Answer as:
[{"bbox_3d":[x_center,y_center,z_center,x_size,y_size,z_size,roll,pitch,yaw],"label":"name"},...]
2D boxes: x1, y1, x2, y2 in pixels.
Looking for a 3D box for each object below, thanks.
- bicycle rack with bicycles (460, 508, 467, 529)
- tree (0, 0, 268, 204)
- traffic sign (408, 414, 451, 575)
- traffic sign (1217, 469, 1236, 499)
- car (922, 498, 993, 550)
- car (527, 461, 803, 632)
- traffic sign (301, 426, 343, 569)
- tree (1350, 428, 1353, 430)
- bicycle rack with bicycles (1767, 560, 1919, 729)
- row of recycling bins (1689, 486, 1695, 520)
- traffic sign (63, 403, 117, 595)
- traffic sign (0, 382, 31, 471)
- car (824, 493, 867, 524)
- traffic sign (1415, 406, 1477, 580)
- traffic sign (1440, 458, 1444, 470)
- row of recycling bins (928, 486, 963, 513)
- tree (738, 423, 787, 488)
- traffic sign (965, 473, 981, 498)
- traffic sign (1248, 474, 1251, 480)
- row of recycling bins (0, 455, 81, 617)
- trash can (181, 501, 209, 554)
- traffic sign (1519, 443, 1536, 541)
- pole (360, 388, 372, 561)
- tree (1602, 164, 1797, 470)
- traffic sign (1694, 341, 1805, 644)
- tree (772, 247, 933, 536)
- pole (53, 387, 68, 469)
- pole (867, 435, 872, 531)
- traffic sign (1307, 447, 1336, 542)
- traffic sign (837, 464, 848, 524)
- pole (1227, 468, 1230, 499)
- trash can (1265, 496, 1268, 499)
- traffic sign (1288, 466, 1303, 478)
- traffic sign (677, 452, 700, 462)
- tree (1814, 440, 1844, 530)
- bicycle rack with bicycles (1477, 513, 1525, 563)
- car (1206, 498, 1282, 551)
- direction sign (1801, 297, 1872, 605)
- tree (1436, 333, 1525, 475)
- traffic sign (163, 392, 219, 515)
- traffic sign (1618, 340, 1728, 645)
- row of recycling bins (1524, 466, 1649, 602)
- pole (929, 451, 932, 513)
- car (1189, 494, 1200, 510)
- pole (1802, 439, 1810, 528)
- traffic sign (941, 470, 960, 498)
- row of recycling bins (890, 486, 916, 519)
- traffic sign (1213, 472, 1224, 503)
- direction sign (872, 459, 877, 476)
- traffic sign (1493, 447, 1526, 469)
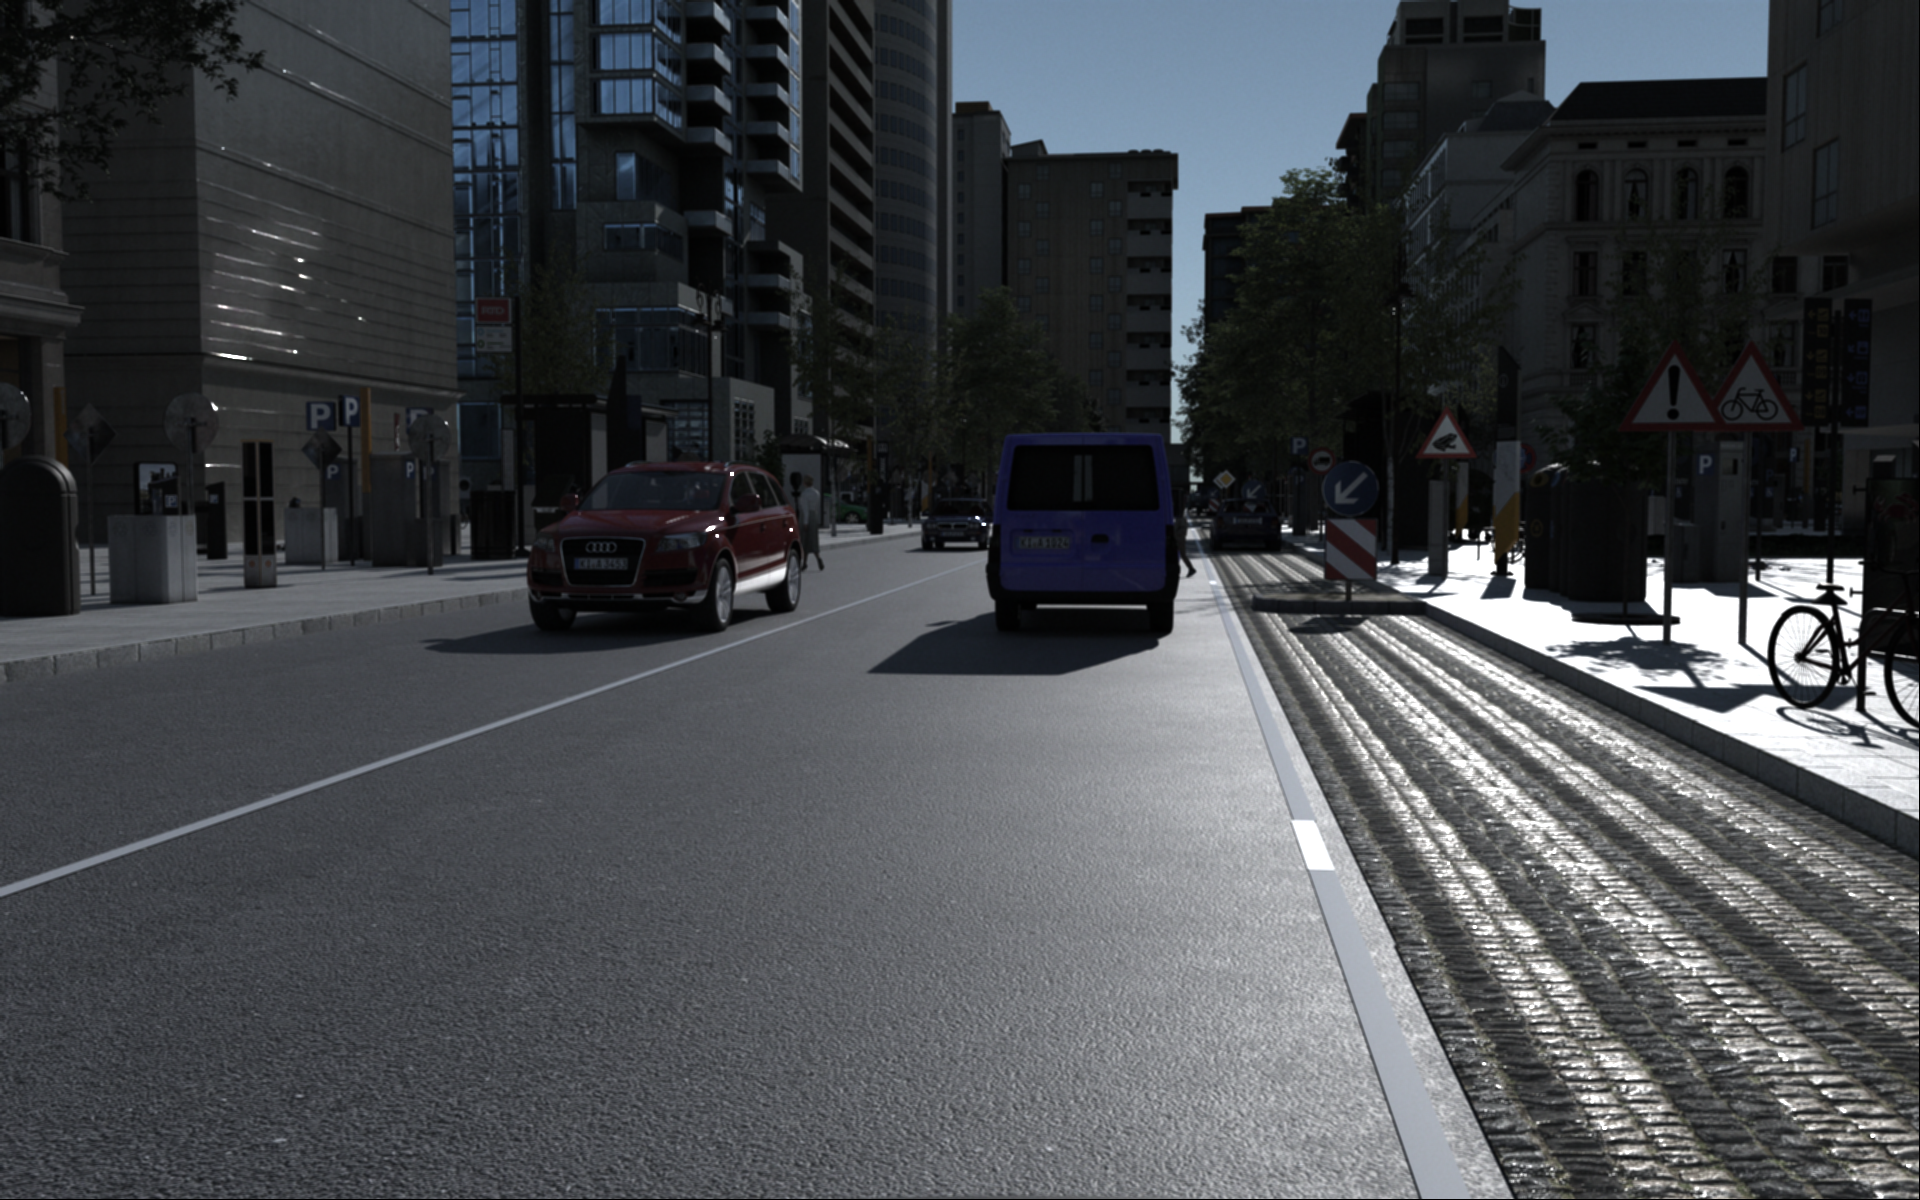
[{"bbox_3d":[-19.851,-3.089,63.888,2.852,0.926,2.925,-3,5,-40],"label":"bicycle rack with bicycles"},{"bbox_3d":[-8.567,-4.744,11.982,8.767,10.594,7.601,-1,4,-16],"label":"tree"},{"bbox_3d":[-8.435,-1.676,27.514,0.768,2.556,0.104,1,4,16],"label":"traffic sign"},{"bbox_3d":[10.850,-4.098,70.644,0.795,2.450,0.064,0,4,7],"label":"traffic sign"},{"bbox_3d":[0.022,-2.020,45.601,1.945,1.354,3.894,0,4,6],"label":"car"},{"bbox_3d":[-3.218,-0.680,19.789,2.281,1.827,5.304,0,4,8],"label":"car"},{"bbox_3d":[-10.838,-1.727,29.420,0.795,2.450,0.064,1,4,14],"label":"traffic sign"},{"bbox_3d":[30.917,-10.774,126.515,4.360,8.622,3.978,0,3,0],"label":"tree"},{"bbox_3d":[6.190,0.251,9.277,2.852,0.926,2.925,0,4,-5],"label":"bicycle rack with bicycles"},{"bbox_3d":[35.681,-4.775,85.176,1.069,1.692,3.534,2,4,31],"label":"row of recycling bins"},{"bbox_3d":[-11.040,-1.272,21.990,0.795,2.450,0.064,1,4,14],"label":"traffic sign"},{"bbox_3d":[-10.891,-1.196,19.660,0.768,2.556,0.104,1,4,9],"label":"traffic sign"},{"bbox_3d":[-5.919,-4.111,76.014,4.718,1.807,1.959,0,4,8],"label":"car"},{"bbox_3d":[7.217,-1.575,25.750,0.884,2.594,0.081,1,4,14],"label":"traffic sign"},{"bbox_3d":[14.327,-3.195,52.339,0.768,2.556,0.104,1,4,12],"label":"traffic sign"},{"bbox_3d":[-0.635,-4.846,86.342,1.069,1.692,3.534,2,4,24],"label":"row of recycling bins"},{"bbox_3d":[-5.172,-3.222,47.278,1.663,3.219,1.824,0,3,0],"label":"tree"},{"bbox_3d":[0.601,-4.671,80.006,0.795,2.450,0.064,0,4,7],"label":"traffic sign"},{"bbox_3d":[18.217,-6.567,107.480,0.768,2.556,0.104,1,4,14],"label":"traffic sign"},{"bbox_3d":[-11.127,-0.700,18.558,3.534,1.692,1.069,1,4,9],"label":"row of recycling bins"},{"bbox_3d":[-16.370,-1.561,37.180,0.748,1.137,0.748,0,3,0],"label":"trash can"},{"bbox_3d":[14.043,-2.652,43.468,0.768,2.556,0.104,0,4,8],"label":"traffic sign"},{"bbox_3d":[-11.387,-2.411,33.256,0.158,3.312,0.155,0,3,0],"label":"pole"},{"bbox_3d":[16.603,-5.467,39.754,4.737,8.622,4.395,0,3,0],"label":"tree"},{"bbox_3d":[6.712,-0.904,14.788,0.884,2.594,0.081,1,4,10],"label":"traffic sign"},{"bbox_3d":[-3.632,-6.220,52.063,4.737,8.622,4.395,0,3,0],"label":"tree"},{"bbox_3d":[-17.171,-2.403,33.131,0.158,3.312,0.155,0,3,0],"label":"pole"},{"bbox_3d":[-3.108,-4.012,59.440,0.158,3.312,0.155,0,3,0],"label":"pole"},{"bbox_3d":[9.749,-2.850,46.700,0.768,2.556,0.104,1,4,15],"label":"traffic sign"},{"bbox_3d":[-5.136,-4.496,73.614,0.768,2.556,0.104,1,4,13],"label":"traffic sign"},{"bbox_3d":[19.855,-8.197,127.868,0.158,3.312,0.155,0,3,0],"label":"pole"},{"bbox_3d":[23.512,-7.466,133.722,0.748,1.137,0.748,0,3,0],"label":"trash can"},{"bbox_3d":[15.497,-4.879,79.884,0.768,2.556,0.104,1,4,16],"label":"traffic sign"},{"bbox_3d":[-8.145,-3.169,51.911,0.768,2.556,0.104,1,4,11],"label":"traffic sign"},{"bbox_3d":[31.647,-4.159,62.599,1.663,3.219,1.824,0,3,0],"label":"tree"},{"bbox_3d":[11.326,-1.211,33.182,2.925,0.926,2.852,0,4,-3],"label":"bicycle rack with bicycles"},{"bbox_3d":[7.350,-1.967,44.738,1.945,1.354,3.894,0,4,7],"label":"car"},{"bbox_3d":[10.148,-1.720,20.114,0.876,3.537,0.379,-1,4,-12],"label":"direction sign"},{"bbox_3d":[24.116,-7.916,79.787,4.360,8.622,3.978,0,3,0],"label":"tree"},{"bbox_3d":[-9.600,-1.315,21.605,0.768,2.556,0.104,1,4,11],"label":"traffic sign"},{"bbox_3d":[6.020,-0.898,14.680,0.884,2.594,0.081,1,4,9],"label":"traffic sign"},{"bbox_3d":[8.012,-0.921,22.177,1.069,1.692,3.534,0,4,8],"label":"row of recycling bins"},{"bbox_3d":[-1.395,-5.358,81.445,0.158,3.312,0.155,0,3,0],"label":"pole"},{"bbox_3d":[21.527,-8.987,156.725,2.009,1.686,4.222,0,4,7],"label":"car"},{"bbox_3d":[31.608,-4.332,64.675,0.158,3.312,0.155,0,3,0],"label":"pole"},{"bbox_3d":[-0.402,-4.186,72.084,0.795,2.450,0.064,0,4,7],"label":"traffic sign"},{"bbox_3d":[-3.016,-5.212,92.326,1.069,1.692,3.534,-1,4,-13],"label":"row of recycling bins"},{"bbox_3d":[11.853,-4.583,78.566,0.795,2.450,0.064,0,4,7],"label":"traffic sign"},{"bbox_3d":[-5.286,-7.274,110.933,0.876,3.537,0.379,0,4,-6],"label":"direction sign"},{"bbox_3d":[13.417,-2.585,42.368,0.768,2.556,0.104,1,4,12],"label":"traffic sign"}]
